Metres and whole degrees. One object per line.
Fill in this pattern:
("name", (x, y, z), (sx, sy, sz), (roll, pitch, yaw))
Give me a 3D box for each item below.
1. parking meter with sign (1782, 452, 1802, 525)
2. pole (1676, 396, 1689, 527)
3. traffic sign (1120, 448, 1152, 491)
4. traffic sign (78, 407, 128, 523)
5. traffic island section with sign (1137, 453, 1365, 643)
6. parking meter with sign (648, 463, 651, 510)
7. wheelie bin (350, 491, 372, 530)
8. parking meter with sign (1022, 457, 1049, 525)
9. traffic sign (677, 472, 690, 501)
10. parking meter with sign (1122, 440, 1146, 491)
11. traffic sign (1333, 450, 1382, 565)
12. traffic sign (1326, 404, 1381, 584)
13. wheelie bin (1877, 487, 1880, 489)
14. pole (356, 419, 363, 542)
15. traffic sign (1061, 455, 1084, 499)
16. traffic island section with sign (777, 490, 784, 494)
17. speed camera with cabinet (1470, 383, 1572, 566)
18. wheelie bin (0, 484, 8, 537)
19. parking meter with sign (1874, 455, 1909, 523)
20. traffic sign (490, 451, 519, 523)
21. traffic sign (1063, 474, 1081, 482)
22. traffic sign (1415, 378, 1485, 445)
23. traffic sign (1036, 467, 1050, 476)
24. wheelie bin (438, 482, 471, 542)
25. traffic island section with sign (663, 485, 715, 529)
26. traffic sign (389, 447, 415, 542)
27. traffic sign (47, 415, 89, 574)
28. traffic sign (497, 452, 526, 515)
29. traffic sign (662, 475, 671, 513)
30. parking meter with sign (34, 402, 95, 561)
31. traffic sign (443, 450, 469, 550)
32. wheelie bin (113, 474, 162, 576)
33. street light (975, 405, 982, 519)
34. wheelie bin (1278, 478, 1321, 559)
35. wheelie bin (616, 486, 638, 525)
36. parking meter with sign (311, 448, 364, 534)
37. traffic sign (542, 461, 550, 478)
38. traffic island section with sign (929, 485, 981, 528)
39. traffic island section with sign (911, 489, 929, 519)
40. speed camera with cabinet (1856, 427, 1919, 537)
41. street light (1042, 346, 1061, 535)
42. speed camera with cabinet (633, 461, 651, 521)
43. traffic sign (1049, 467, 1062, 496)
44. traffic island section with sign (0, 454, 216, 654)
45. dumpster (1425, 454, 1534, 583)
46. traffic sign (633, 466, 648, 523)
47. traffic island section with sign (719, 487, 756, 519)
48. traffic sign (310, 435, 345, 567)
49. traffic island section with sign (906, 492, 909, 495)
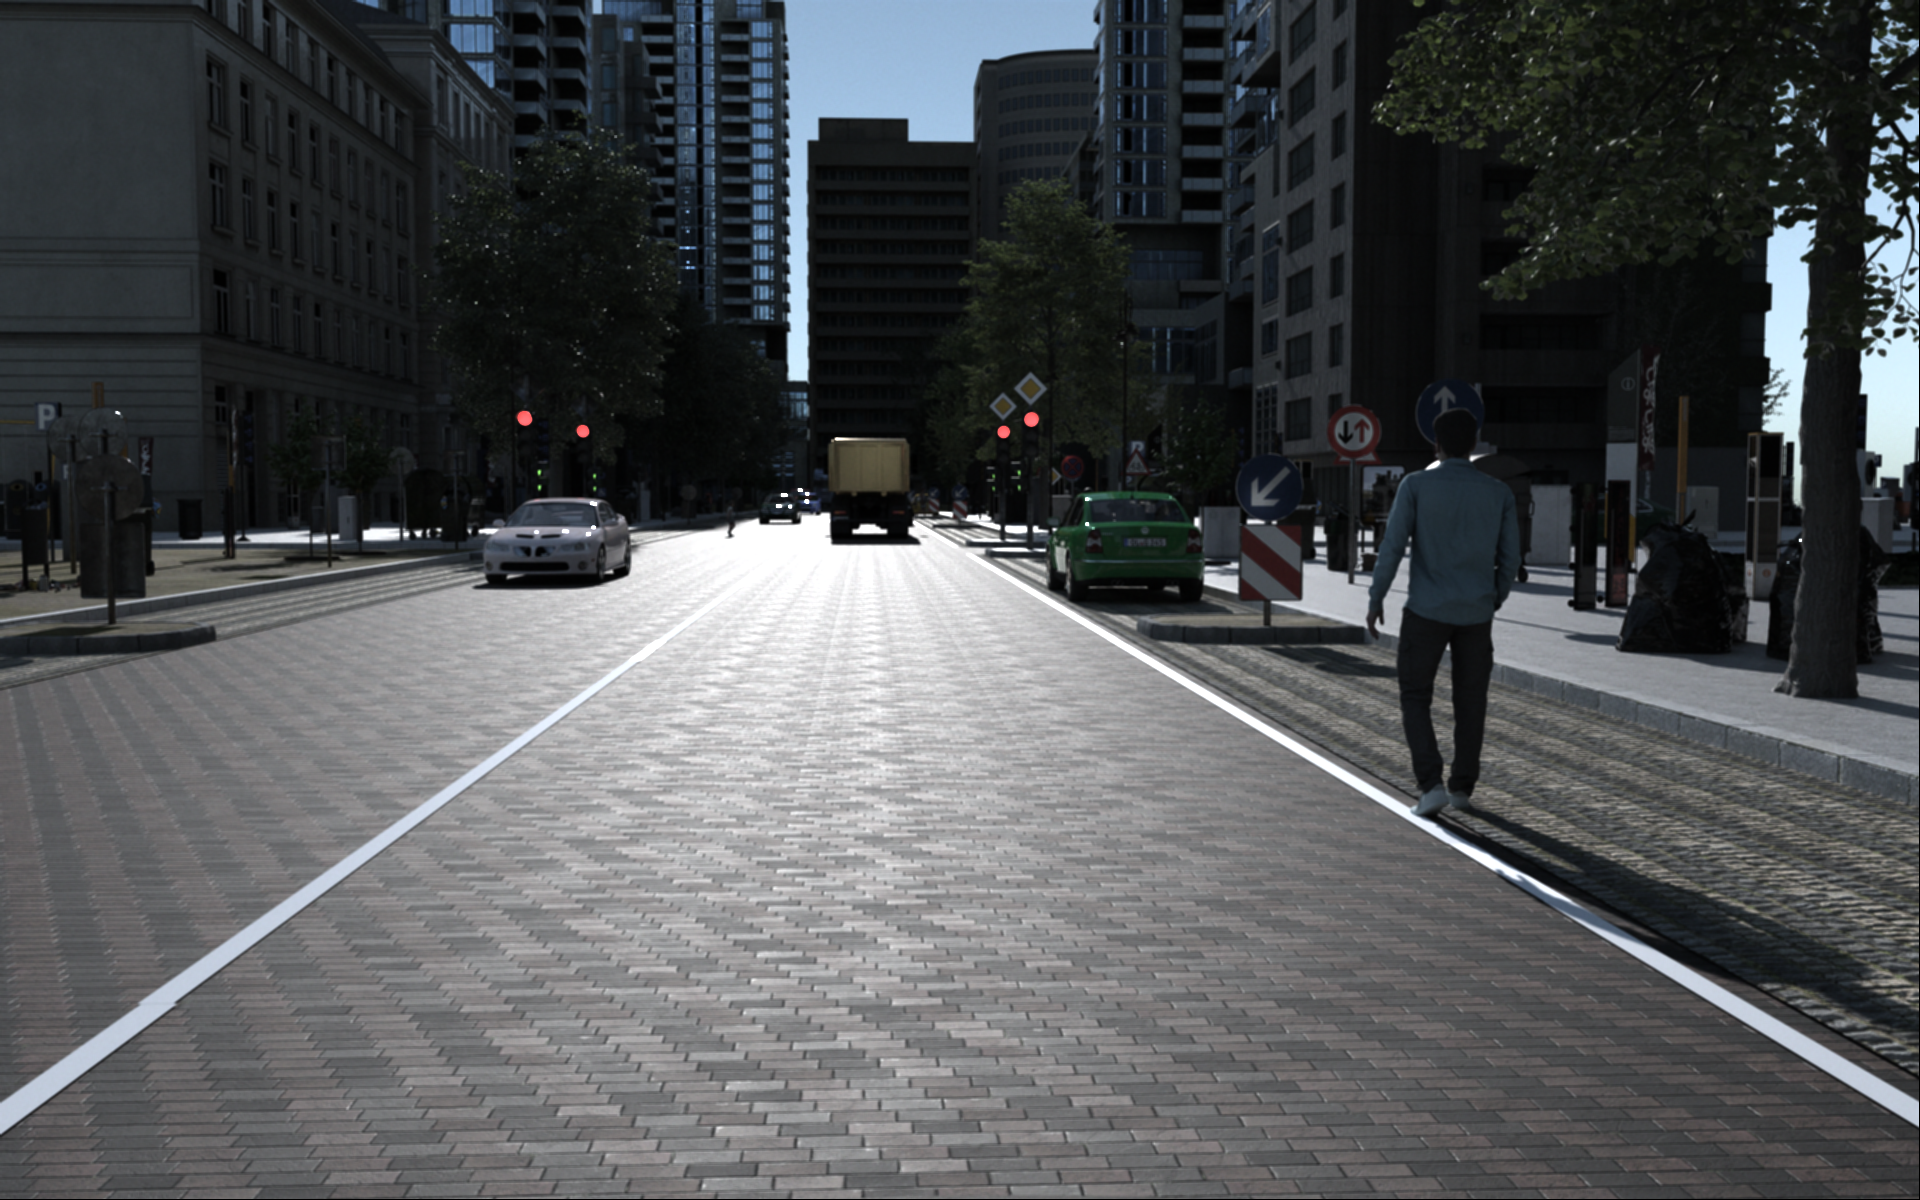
("parking meter with sign", (33.889, -4.590, 71.300), (0.543, 3.016, 1.738), (-3, 5, -40))
("pole", (15.068, -2.587, 36.133), (0.158, 3.312, 0.155), (0, 3, 0))
("traffic sign", (4.961, -2.986, 48.830), (0.884, 2.594, 0.081), (0, 4, 6))
("traffic sign", (-12.562, -1.546, 25.391), (0.768, 2.556, 0.104), (0, 4, 5))
("traffic island section with sign", (2.846, -0.543, 17.503), (1.989, 1.847, 2.006), (0, 4, -3))
("parking meter with sign", (-17.401, -6.158, 96.937), (0.543, 3.016, 1.738), (0, 4, 5))
("wheelie bin", (-21.545, -3.321, 62.200), (0.693, 1.594, 0.980), (-3, 5, -42))
("parking meter with sign", (3.345, -4.643, 72.180), (0.543, 3.016, 1.738), (-3, 4, -36))
("traffic sign", (-15.534, -5.946, 97.327), (0.768, 2.556, 0.104), (0, 4, 6))
("parking meter with sign", (5.470, -3.634, 55.676), (0.543, 3.016, 1.738), (1, 4, 23))
("traffic sign", (7.164, -1.913, 31.285), (0.884, 2.594, 0.081), (0, 4, 1))
("traffic sign", (5.602, -1.506, 24.726), (0.768, 2.556, 0.104), (0, 4, 4))
("wheelie bin", (43.877, -4.576, 82.731), (0.693, 1.594, 0.980), (3, 5, 44))
("pole", (-16.011, -3.197, 46.117), (0.158, 3.312, 0.155), (0, 3, 0))
("traffic sign", (3.675, -3.455, 56.592), (0.768, 2.556, 0.104), (0, 4, 5))
("traffic island section with sign", (-15.434, -8.619, 149.546), (1.989, 1.847, 2.006), (0, 4, -3))
("speed camera with cabinet", (9.929, -2.255, 31.212), (2.038, 3.252, 0.660), (0, 4, -1))
("wheelie bin", (-28.860, -2.705, 52.141), (0.980, 1.594, 0.693), (0, 4, -2))
("parking meter with sign", (41.310, -4.932, 76.893), (1.738, 3.016, 0.543), (-1, 4, -16))
("traffic sign", (-13.596, -3.163, 51.721), (0.884, 2.594, 0.081), (0, 4, 0))
("traffic sign", (4.611, -4.344, 71.131), (0.768, 2.556, 0.104), (0, 4, 3))
("traffic sign", (5.385, -1.164, 19.135), (0.768, 2.556, 0.104), (0, 4, -3))
("traffic sign", (3.810, -4.760, 77.939), (0.768, 2.556, 0.104), (0, 4, 5))
("wheelie bin", (-13.550, -2.360, 46.497), (0.693, 1.594, 0.980), (0, 4, 8))
("traffic island section with sign", (-11.222, -3.867, 71.846), (1.989, 1.847, 2.006), (0, 4, -3))
("traffic sign", (-15.094, -2.852, 46.736), (0.768, 2.556, 0.104), (0, 4, 3))
("traffic sign", (-14.271, -1.694, 27.810), (0.768, 2.556, 0.104), (0, 4, 1))
("traffic sign", (-13.813, -3.261, 53.316), (0.884, 2.594, 0.081), (0, 4, -2))
("traffic sign", (-19.225, -7.001, 114.465), (0.884, 2.594, 0.081), (0, 4, -2))
("parking meter with sign", (-17.092, -2.293, 33.748), (0.543, 3.016, 1.738), (1, 4, 15))
("traffic sign", (-11.637, -2.315, 39.987), (0.606, 2.300, 0.079), (0, 4, 6))
("wheelie bin", (-13.116, -1.183, 27.256), (0.980, 1.594, 0.693), (-2, 4, -33))
("street light", (1.022, -7.077, 88.503), (0.468, 5.910, 1.993), (0, 4, -3))
("wheelie bin", (6.609, -1.609, 34.209), (0.980, 1.594, 0.693), (0, 4, -8))
("wheelie bin", (-14.998, -4.332, 78.734), (0.980, 1.594, 0.693), (-2, 4, -31))
("parking meter with sign", (-20.321, -3.680, 56.428), (1.738, 3.016, 0.543), (0, 4, 6))
("traffic sign", (-15.777, -4.088, 66.950), (0.768, 2.556, 0.104), (0, 4, 6))
("traffic island section with sign", (-0.153, -3.939, 73.032), (1.989, 1.847, 2.006), (0, 4, -3))
("traffic island section with sign", (-1.647, -5.612, 100.380), (1.989, 1.847, 2.006), (0, 4, -3))
("speed camera with cabinet", (27.642, -3.494, 51.460), (2.038, 3.252, 0.660), (2, 4, 24))
("street light", (2.852, -4.986, 54.313), (0.468, 5.910, 1.993), (0, 4, -3))
("speed camera with cabinet", (-15.595, -5.396, 82.554), (2.038, 3.252, 0.660), (3, 5, 45))
("traffic sign", (3.923, -4.416, 73.389), (0.795, 2.450, 0.064), (0, 4, 2))
("traffic island section with sign", (-8.225, -0.471, 16.336), (1.989, 1.847, 2.006), (0, 4, -3))
("dumpster", (7.660, -1.224, 25.774), (1.264, 1.857, 1.865), (0, 4, -3))
("traffic sign", (-14.343, -4.730, 77.439), (0.768, 2.556, 0.104), (0, 4, 1))
("traffic island section with sign", (-12.695, -5.521, 98.902), (1.989, 1.847, 2.006), (0, 4, -3))
("traffic sign", (-11.025, -1.719, 30.240), (0.606, 2.300, 0.079), (0, 4, 1))
("traffic island section with sign", (-5.764, -10.274, 176.607), (1.989, 1.847, 2.006), (0, 4, -3))
